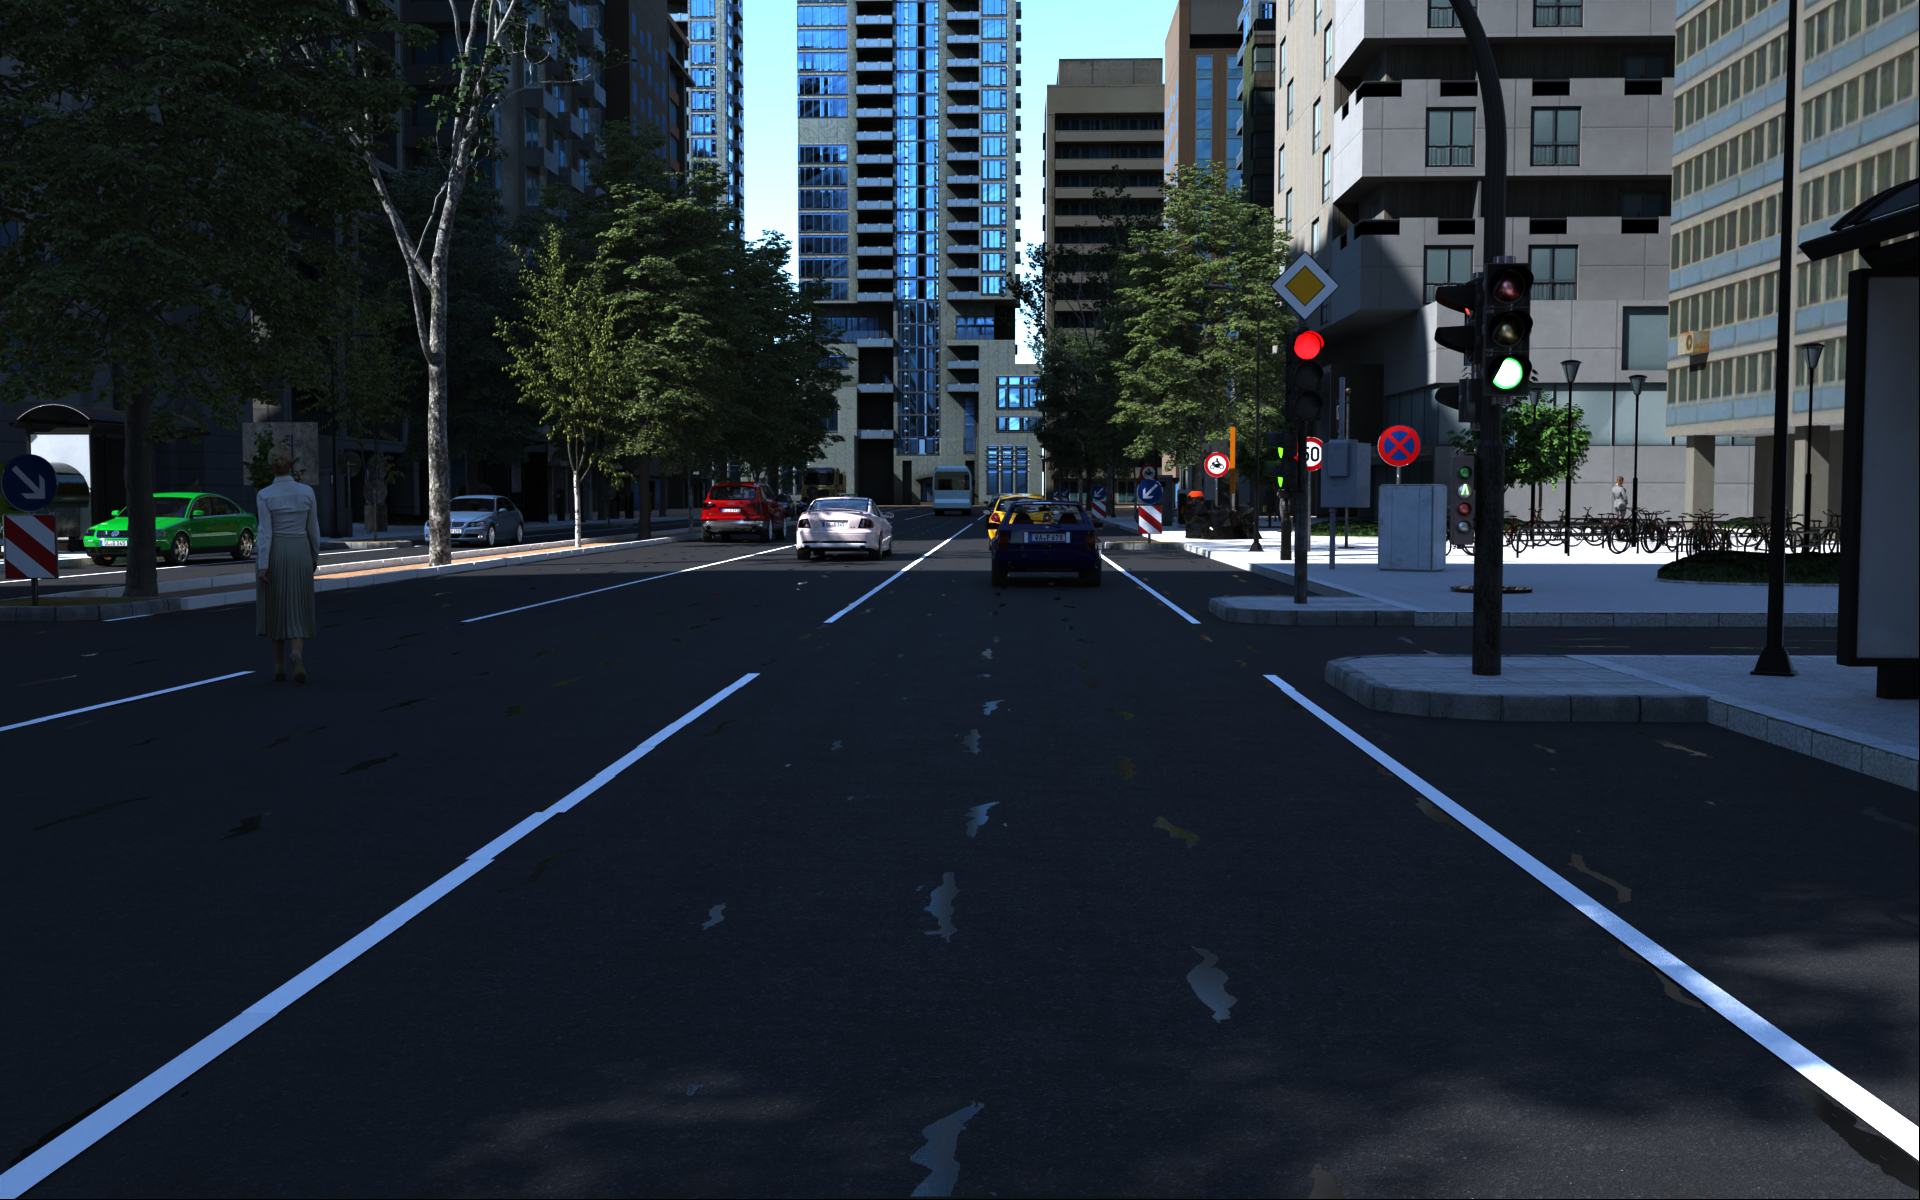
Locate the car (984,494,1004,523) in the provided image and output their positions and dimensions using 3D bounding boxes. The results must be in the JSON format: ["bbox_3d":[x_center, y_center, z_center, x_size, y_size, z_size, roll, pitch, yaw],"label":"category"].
[{"bbox_3d":[2.256,-4.655,87.903,2.131,1.459,4.920,0,4,2],"label":"car"}]

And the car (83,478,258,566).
[{"bbox_3d":[-16.351,-1.666,36.044,1.959,1.807,4.718,0,4,3],"label":"car"}]

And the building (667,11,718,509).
[{"bbox_3d":[-37.337,-30.521,153.647,28.867,44.769,22.147,0,4,2],"label":"building"}]

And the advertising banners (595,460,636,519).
[{"bbox_3d":[-17.944,-5.745,90.115,2.074,3.025,0.090,0,4,-1],"label":"advertising banners"}]

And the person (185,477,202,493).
[{"bbox_3d":[-25.148,-3.123,57.014,0.656,1.842,0.836,-2,4,-33],"label":"person"}]

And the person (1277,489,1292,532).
[{"bbox_3d":[10.875,-3.198,58.138,0.447,1.846,0.655,-2,4,-28],"label":"person"}]

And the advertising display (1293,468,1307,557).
[{"bbox_3d":[7.019,-1.869,35.767,0.123,1.923,0.974,1,4,21],"label":"advertising display"}]

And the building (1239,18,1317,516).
[{"bbox_3d":[24.527,-20.639,109.153,14.160,30.474,14.107,0,4,2],"label":"building"}]

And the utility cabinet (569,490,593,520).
[{"bbox_3d":[-18.739,-4.705,85.602,1.173,1.500,0.318,2,4,23],"label":"utility cabinet"}]

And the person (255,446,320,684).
[{"bbox_3d":[-5.081,-0.268,13.101,0.478,1.798,0.641,-1,4,-23],"label":"person"}]

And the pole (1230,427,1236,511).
[{"bbox_3d":[8.323,-3.610,52.872,0.158,3.312,0.155,0,3,0],"label":"pole"}]

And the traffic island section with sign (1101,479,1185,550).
[{"bbox_3d":[4.834,-2.262,45.607,1.989,1.847,2.006,0,4,2],"label":"traffic island section with sign"}]

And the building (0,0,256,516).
[{"bbox_3d":[-37.436,-31.057,49.778,21.231,58.520,28.212,0,4,2],"label":"building"}]

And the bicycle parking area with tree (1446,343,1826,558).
[{"bbox_3d":[14.512,-2.941,35.086,9.016,4.147,8.231,-2,4,-24],"label":"bicycle parking area with tree"}]

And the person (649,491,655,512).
[{"bbox_3d":[-22.683,-7.291,125.810,0.990,1.755,0.434,-1,4,-20],"label":"person"}]

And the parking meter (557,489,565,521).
[{"bbox_3d":[-19.150,-4.568,83.095,0.372,1.533,0.369,0,3,0],"label":"parking meter"}]

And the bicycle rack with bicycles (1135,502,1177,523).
[{"bbox_3d":[8.838,-3.834,76.074,2.925,0.926,2.852,-2,4,-35],"label":"bicycle rack with bicycles"}]

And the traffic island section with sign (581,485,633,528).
[{"bbox_3d":[-14.995,-3.975,73.625,1.989,1.847,2.006,0,4,2],"label":"traffic island section with sign"}]

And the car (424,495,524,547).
[{"bbox_3d":[-13.414,-2.206,48.071,2.014,1.417,4.499,0,4,1],"label":"car"}]

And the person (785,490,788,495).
[{"bbox_3d":[-16.366,-9.576,163.522,0.530,1.710,0.541,2,4,32],"label":"person"}]

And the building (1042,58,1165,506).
[{"bbox_3d":[20.127,-35.051,196.790,21.600,48.544,21.300,0,4,2],"label":"building"}]

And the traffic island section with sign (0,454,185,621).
[{"bbox_3d":[-10.623,-0.754,20.464,2.006,1.907,1.989,0,4,2],"label":"traffic island section with sign"}]

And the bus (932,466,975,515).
[{"bbox_3d":[-0.447,-7.611,119.294,2.948,3.499,13.247,0,4,1],"label":"bus"}]

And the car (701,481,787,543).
[{"bbox_3d":[-6.547,-2.698,52.780,2.281,1.827,5.304,0,4,2],"label":"car"}]

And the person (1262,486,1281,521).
[{"bbox_3d":[14.819,-4.605,81.556,0.699,1.804,1.509,-1,4,-14],"label":"person"}]

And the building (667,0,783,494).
[{"bbox_3d":[-37.747,-54.145,197.944,31.000,86.520,22.319,0,4,2],"label":"building"}]

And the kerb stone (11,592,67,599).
[{"bbox_3d":[-11.644,0.025,21.881,0.120,0.150,1.000,0,4,2],"label":"kerb stone"}]

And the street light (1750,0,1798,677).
[{"bbox_3d":[5.257,-2.424,12.180,1.470,5.913,1.316,0,4,2],"label":"street light"}]

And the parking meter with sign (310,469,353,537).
[{"bbox_3d":[-19.104,-3.405,51.938,1.738,3.016,0.543,1,4,11],"label":"parking meter with sign"}]

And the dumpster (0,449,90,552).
[{"bbox_3d":[-20.115,-2.145,37.569,1.502,2.255,1.985,0,4,2],"label":"dumpster"}]

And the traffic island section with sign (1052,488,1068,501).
[{"bbox_3d":[7.310,-6.978,122.716,1.989,1.847,2.006,0,4,2],"label":"traffic island section with sign"}]

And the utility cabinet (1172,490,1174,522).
[{"bbox_3d":[9.315,-4.271,78.507,0.318,1.500,1.173,-1,4,-20],"label":"utility cabinet"}]

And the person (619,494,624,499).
[{"bbox_3d":[-20.810,-5.986,103.919,1.348,1.823,0.705,-2,4,-29],"label":"person"}]

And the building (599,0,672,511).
[{"bbox_3d":[-30.854,-29.634,134.620,14.600,45.320,14.200,0,4,2],"label":"building"}]

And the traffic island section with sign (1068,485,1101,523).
[{"bbox_3d":[5.723,-3.957,73.324,1.989,1.847,2.006,0,4,2],"label":"traffic island section with sign"}]

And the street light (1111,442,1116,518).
[{"bbox_3d":[7.882,-7.480,94.831,1.470,5.913,1.316,0,4,2],"label":"street light"}]

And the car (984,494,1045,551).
[{"bbox_3d":[1.611,-2.143,45.258,2.015,1.641,3.980,0,4,2],"label":"car"}]

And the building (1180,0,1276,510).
[{"bbox_3d":[29.546,-50.028,130.622,22.319,86.520,31.000,0,4,2],"label":"building"}]

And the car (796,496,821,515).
[{"bbox_3d":[-10.471,-6.667,121.582,1.945,1.354,3.894,0,4,2],"label":"car"}]

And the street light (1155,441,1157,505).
[{"bbox_3d":[7.017,-5.758,66.689,1.470,5.913,1.316,0,4,2],"label":"street light"}]

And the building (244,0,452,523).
[{"bbox_3d":[-36.185,-39.356,81.719,20.563,71.187,20.611,0,4,2],"label":"building"}]

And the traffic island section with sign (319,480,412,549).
[{"bbox_3d":[-15.863,-2.316,46.493,1.989,1.847,2.006,0,4,2],"label":"traffic island section with sign"}]

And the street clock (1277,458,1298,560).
[{"bbox_3d":[6.324,-1.772,33.544,0.471,2.002,0.358,0,3,0],"label":"street clock"}]

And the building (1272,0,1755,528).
[{"bbox_3d":[29.686,-29.909,78.253,28.713,52.752,27.495,0,4,2],"label":"building"}]

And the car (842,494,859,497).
[{"bbox_3d":[-9.109,-8.165,142.299,1.959,1.807,4.718,0,4,2],"label":"car"}]

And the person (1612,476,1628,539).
[{"bbox_3d":[18.800,-2.622,49.189,0.573,1.790,0.520,-2,4,-34],"label":"person"}]

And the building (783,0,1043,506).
[{"bbox_3d":[-6.150,-54.098,197.180,31.000,86.520,22.319,0,4,2],"label":"building"}]

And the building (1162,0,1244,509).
[{"bbox_3d":[25.705,-30.867,154.790,14.600,45.320,14.200,0,4,2],"label":"building"}]

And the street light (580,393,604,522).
[{"bbox_3d":[-16.605,-6.474,78.390,1.470,5.913,1.316,0,4,2],"label":"street light"}]

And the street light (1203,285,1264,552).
[{"bbox_3d":[6.078,-4.037,38.550,1.470,5.913,1.316,0,4,2],"label":"street light"}]

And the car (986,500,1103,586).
[{"bbox_3d":[1.382,-0.958,28.250,1.945,1.354,3.894,0,4,2],"label":"car"}]

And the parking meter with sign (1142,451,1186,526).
[{"bbox_3d":[8.207,-4.498,69.806,1.738,3.016,0.543,0,4,5],"label":"parking meter with sign"}]

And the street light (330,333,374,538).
[{"bbox_3d":[-17.568,-4.741,50.051,1.470,5.913,1.316,0,4,2],"label":"street light"}]

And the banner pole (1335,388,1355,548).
[{"bbox_3d":[8.999,-3.101,40.719,0.401,3.779,0.863,3,5,39],"label":"banner pole"}]

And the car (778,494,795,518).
[{"bbox_3d":[-11.066,-5.839,105.251,2.009,1.686,4.222,0,4,1],"label":"car"}]

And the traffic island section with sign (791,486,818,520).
[{"bbox_3d":[-8.223,-5.347,95.565,2.006,1.907,1.989,0,4,2],"label":"traffic island section with sign"}]

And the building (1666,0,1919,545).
[{"bbox_3d":[32.429,-21.332,40.662,23.993,40.220,32.217,0,4,2],"label":"building"}]

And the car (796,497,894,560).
[{"bbox_3d":[-2.573,-1.632,39.051,2.083,1.381,4.827,0,4,2],"label":"car"}]

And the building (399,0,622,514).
[{"bbox_3d":[-35.825,-30.125,112.147,23.786,49.044,30.456,0,4,2],"label":"building"}]
